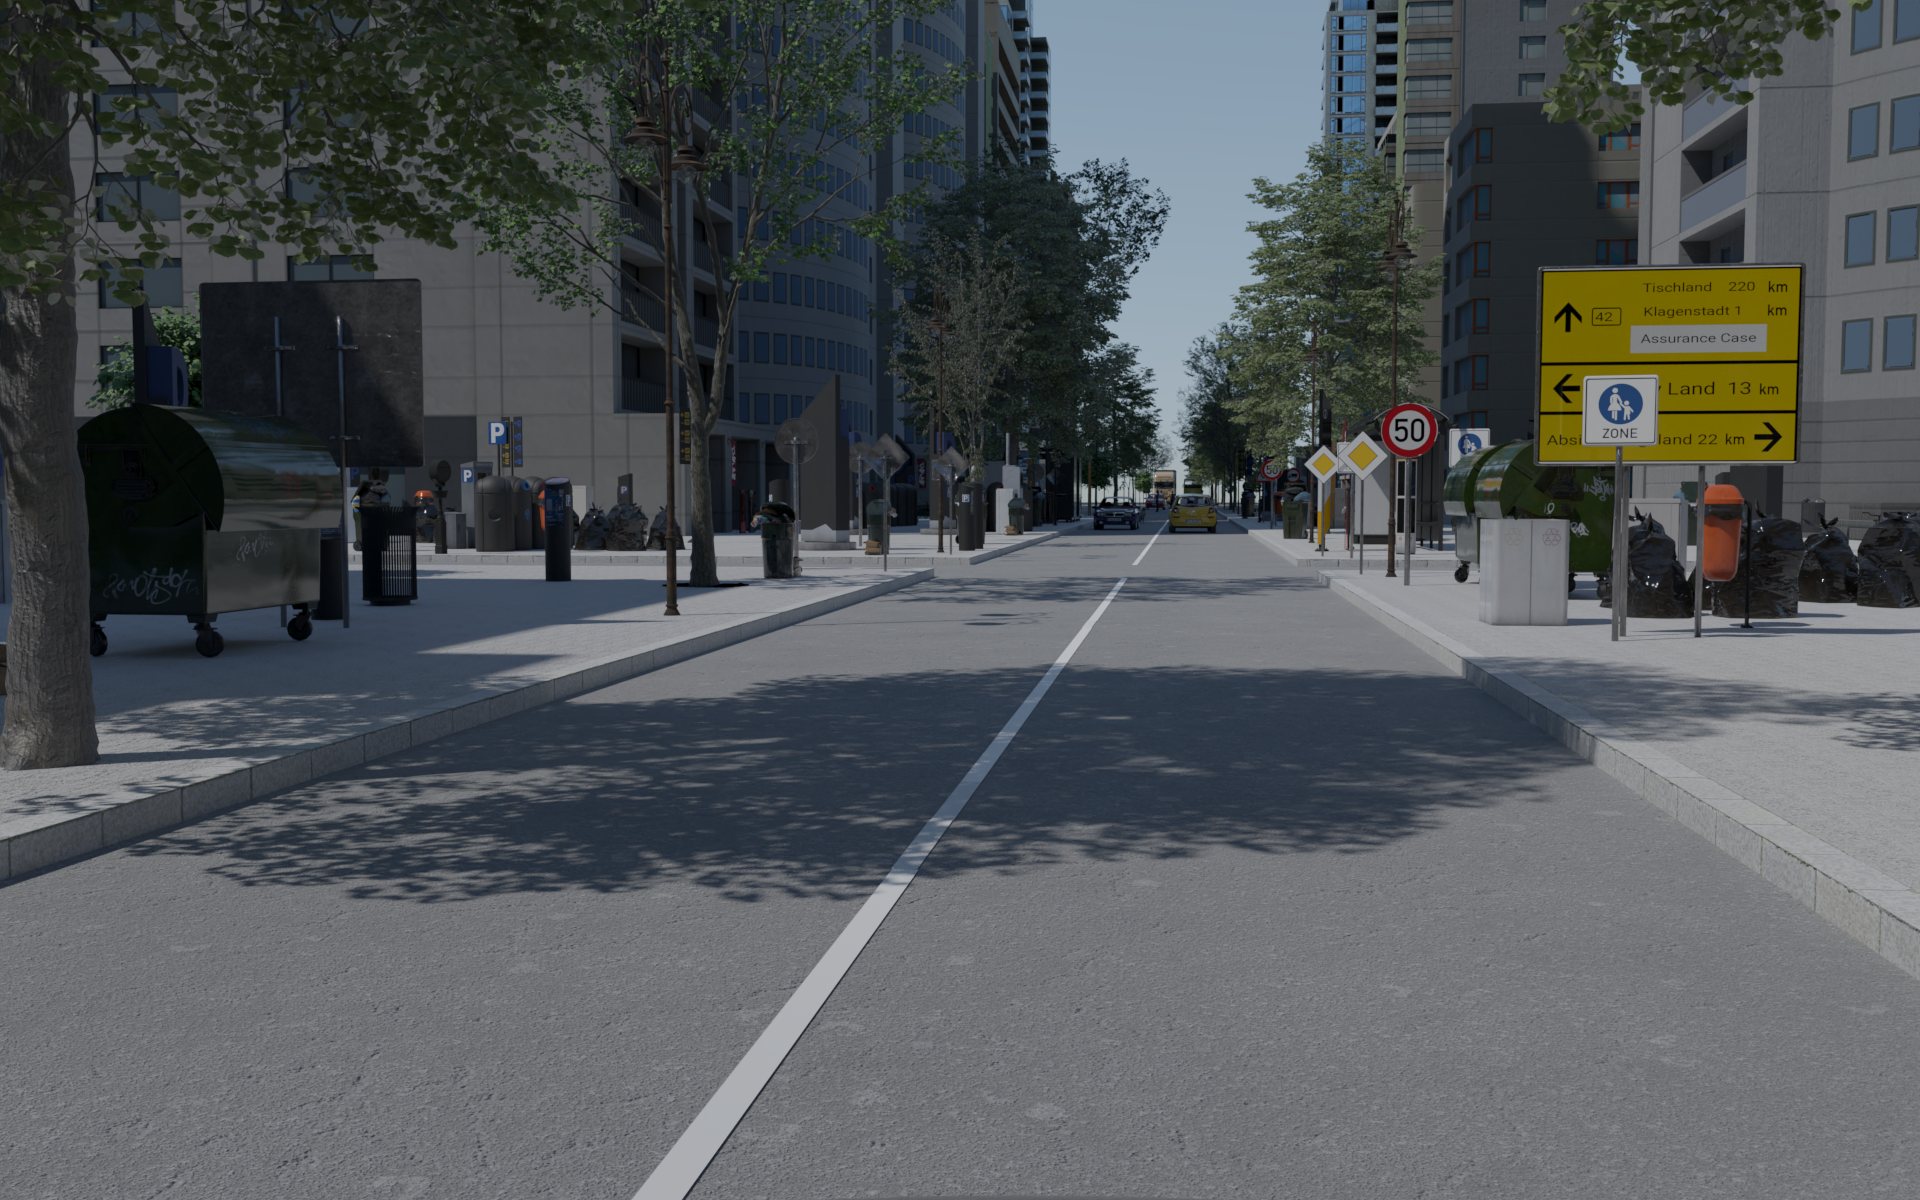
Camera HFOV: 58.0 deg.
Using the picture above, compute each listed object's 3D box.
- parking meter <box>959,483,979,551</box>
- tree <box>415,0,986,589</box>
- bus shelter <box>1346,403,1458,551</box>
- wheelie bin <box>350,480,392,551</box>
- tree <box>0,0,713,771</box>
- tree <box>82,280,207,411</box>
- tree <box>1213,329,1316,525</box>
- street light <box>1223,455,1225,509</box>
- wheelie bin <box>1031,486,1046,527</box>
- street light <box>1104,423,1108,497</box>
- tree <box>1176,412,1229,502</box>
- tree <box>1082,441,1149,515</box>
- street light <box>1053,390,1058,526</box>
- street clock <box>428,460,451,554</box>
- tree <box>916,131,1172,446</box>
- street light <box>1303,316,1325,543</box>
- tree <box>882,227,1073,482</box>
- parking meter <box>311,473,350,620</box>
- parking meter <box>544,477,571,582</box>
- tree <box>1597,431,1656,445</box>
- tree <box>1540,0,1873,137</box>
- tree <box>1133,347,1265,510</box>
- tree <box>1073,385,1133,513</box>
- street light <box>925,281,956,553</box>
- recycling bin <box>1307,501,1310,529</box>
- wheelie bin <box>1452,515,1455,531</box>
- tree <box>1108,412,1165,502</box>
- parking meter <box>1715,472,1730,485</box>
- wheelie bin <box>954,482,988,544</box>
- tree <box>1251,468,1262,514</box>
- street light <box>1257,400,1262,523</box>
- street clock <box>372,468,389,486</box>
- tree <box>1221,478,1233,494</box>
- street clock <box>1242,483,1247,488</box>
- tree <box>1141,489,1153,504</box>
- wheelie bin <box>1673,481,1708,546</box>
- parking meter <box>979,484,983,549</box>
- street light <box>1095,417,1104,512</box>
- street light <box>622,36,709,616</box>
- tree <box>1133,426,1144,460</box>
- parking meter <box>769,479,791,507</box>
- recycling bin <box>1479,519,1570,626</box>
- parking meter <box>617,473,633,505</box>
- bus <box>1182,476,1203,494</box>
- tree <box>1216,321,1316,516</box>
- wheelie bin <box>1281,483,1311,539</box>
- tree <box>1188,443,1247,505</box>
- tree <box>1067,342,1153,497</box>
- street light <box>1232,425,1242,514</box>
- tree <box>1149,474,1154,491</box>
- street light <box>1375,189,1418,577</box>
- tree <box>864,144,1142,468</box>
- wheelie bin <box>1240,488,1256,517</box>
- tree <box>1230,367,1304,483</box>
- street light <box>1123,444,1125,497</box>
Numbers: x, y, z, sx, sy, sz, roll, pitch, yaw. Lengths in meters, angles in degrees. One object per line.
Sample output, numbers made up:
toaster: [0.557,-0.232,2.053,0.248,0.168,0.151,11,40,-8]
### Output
parking meter: [0.157,-1.879,39.128,0.372,1.533,0.369,0,3,0]
tree: [-3.499,-5.995,23.766,9.928,11.665,9.643,0,3,0]
bus shelter: [10.402,-2.900,41.340,2.014,3.302,5.546,0,4,7]
wheelie bin: [-13.192,-1.898,38.933,0.693,1.594,0.980,1,4,21]
tree: [-4.349,-5.516,8.319,7.486,12.596,7.792,0,3,0]
tree: [-11.670,-2.635,26.791,4.285,4.588,4.351,0,3,0]
tree: [13.014,-7.471,72.516,4.360,8.622,3.978,0,3,0]
street light: [23.400,-11.029,153.111,0.468,5.910,1.993,0,4,7]
wheelie bin: [2.898,-3.691,68.254,0.980,1.594,0.693,1,4,16]
street light: [9.417,-8.570,112.909,0.468,5.910,1.993,0,4,7]
tree: [36.728,-21.175,252.872,9.857,13.997,8.962,0,3,0]
tree: [8.433,-7.528,106.789,4.285,4.588,4.351,0,3,0]
street light: [3.887,-5.974,70.455,0.468,5.910,1.993,0,4,7]
street clock: [-11.101,-1.984,37.002,0.358,2.002,0.471,1,4,22]
tree: [4.236,-14.424,91.727,12.611,20.169,13.585,0,3,0]
street light: [9.218,-4.431,45.227,0.468,5.910,1.993,0,4,7]
tree: [0.157,-5.912,47.030,4.360,8.622,3.978,0,3,0]
parking meter: [-6.466,-0.571,17.741,0.372,1.533,0.369,0,3,0]
parking meter: [-5.923,-1.045,25.496,0.372,1.533,0.369,0,3,0]
tree: [24.370,-5.183,68.456,4.285,4.588,4.351,0,3,0]
tree: [5.267,-5.457,7.351,7.486,12.596,7.792,0,3,0]
tree: [22.024,-14.105,140.985,12.009,13.543,11.850,0,3,0]
tree: [8.614,-10.198,117.095,4.360,8.622,3.978,0,3,0]
street light: [-0.422,-3.973,37.747,0.468,5.910,1.993,0,4,7]
recycling bin: [12.599,-3.154,64.128,0.722,1.027,0.722,2,4,29]
wheelie bin: [17.367,-3.176,59.829,0.980,1.594,0.693,1,4,16]
tree: [18.540,-15.495,187.758,7.601,10.594,8.767,-1,4,-10]
parking meter: [20.216,-2.461,45.952,0.255,1.863,0.399,0,4,-4]
wheelie bin: [0.279,-2.235,44.446,0.980,1.594,0.693,3,4,38]
tree: [19.249,-7.222,112.689,1.663,3.219,1.824,0,3,0]
street light: [13.449,-6.411,77.609,0.468,5.910,1.993,0,4,7]
street clock: [-13.964,-2.275,41.766,0.358,2.002,0.471,-3,5,-44]
tree: [27.936,-11.351,180.192,1.663,3.219,1.824,0,3,0]
street clock: [17.862,-6.331,108.081,0.471,2.002,0.358,0,4,-7]
tree: [25.548,-14.772,236.116,1.663,3.219,1.824,0,3,0]
wheelie bin: [18.224,-2.153,43.114,0.980,1.594,0.693,0,4,1]
parking meter: [0.361,-1.955,40.378,0.372,1.533,0.369,0,3,0]
street light: [8.075,-7.926,102.378,0.468,5.910,1.993,0,4,7]
street light: [-3.046,-2.774,18.139,0.468,5.910,1.993,0,4,7]
tree: [15.949,-13.175,165.779,4.360,8.622,3.978,0,3,0]
parking meter: [-3.058,-1.290,29.499,0.372,1.533,0.369,0,3,0]
recycling bin: [5.580,-0.282,17.158,0.722,1.027,0.722,0,4,6]
parking meter: [-9.441,-2.638,48.847,0.399,1.863,0.255,1,4,9]
bus: [32.104,-15.123,238.802,2.896,3.916,12.252,0,4,7]
tree: [16.869,-10.744,101.412,9.928,11.665,9.643,0,3,0]
wheelie bin: [9.591,-2.540,49.443,0.980,1.594,0.693,2,4,28]
tree: [29.885,-15.943,195.079,8.767,10.594,7.601,-1,4,-12]
tree: [11.524,-12.922,129.402,7.486,12.596,7.792,0,3,0]
street light: [17.632,-8.364,109.542,0.468,5.910,1.993,0,4,7]
tree: [22.848,-14.233,216.425,4.285,4.588,4.351,0,3,0]
street light: [6.669,-3.292,26.612,0.468,5.910,1.993,0,4,7]
tree: [1.736,-9.551,62.814,9.857,13.997,8.962,0,3,0]
wheelie bin: [16.091,-5.434,96.749,0.693,1.594,0.980,-3,5,-42]
tree: [16.293,-8.669,92.101,4.737,8.622,4.395,0,3,0]
street light: [13.735,-10.530,144.950,0.468,5.910,1.993,0,4,7]
